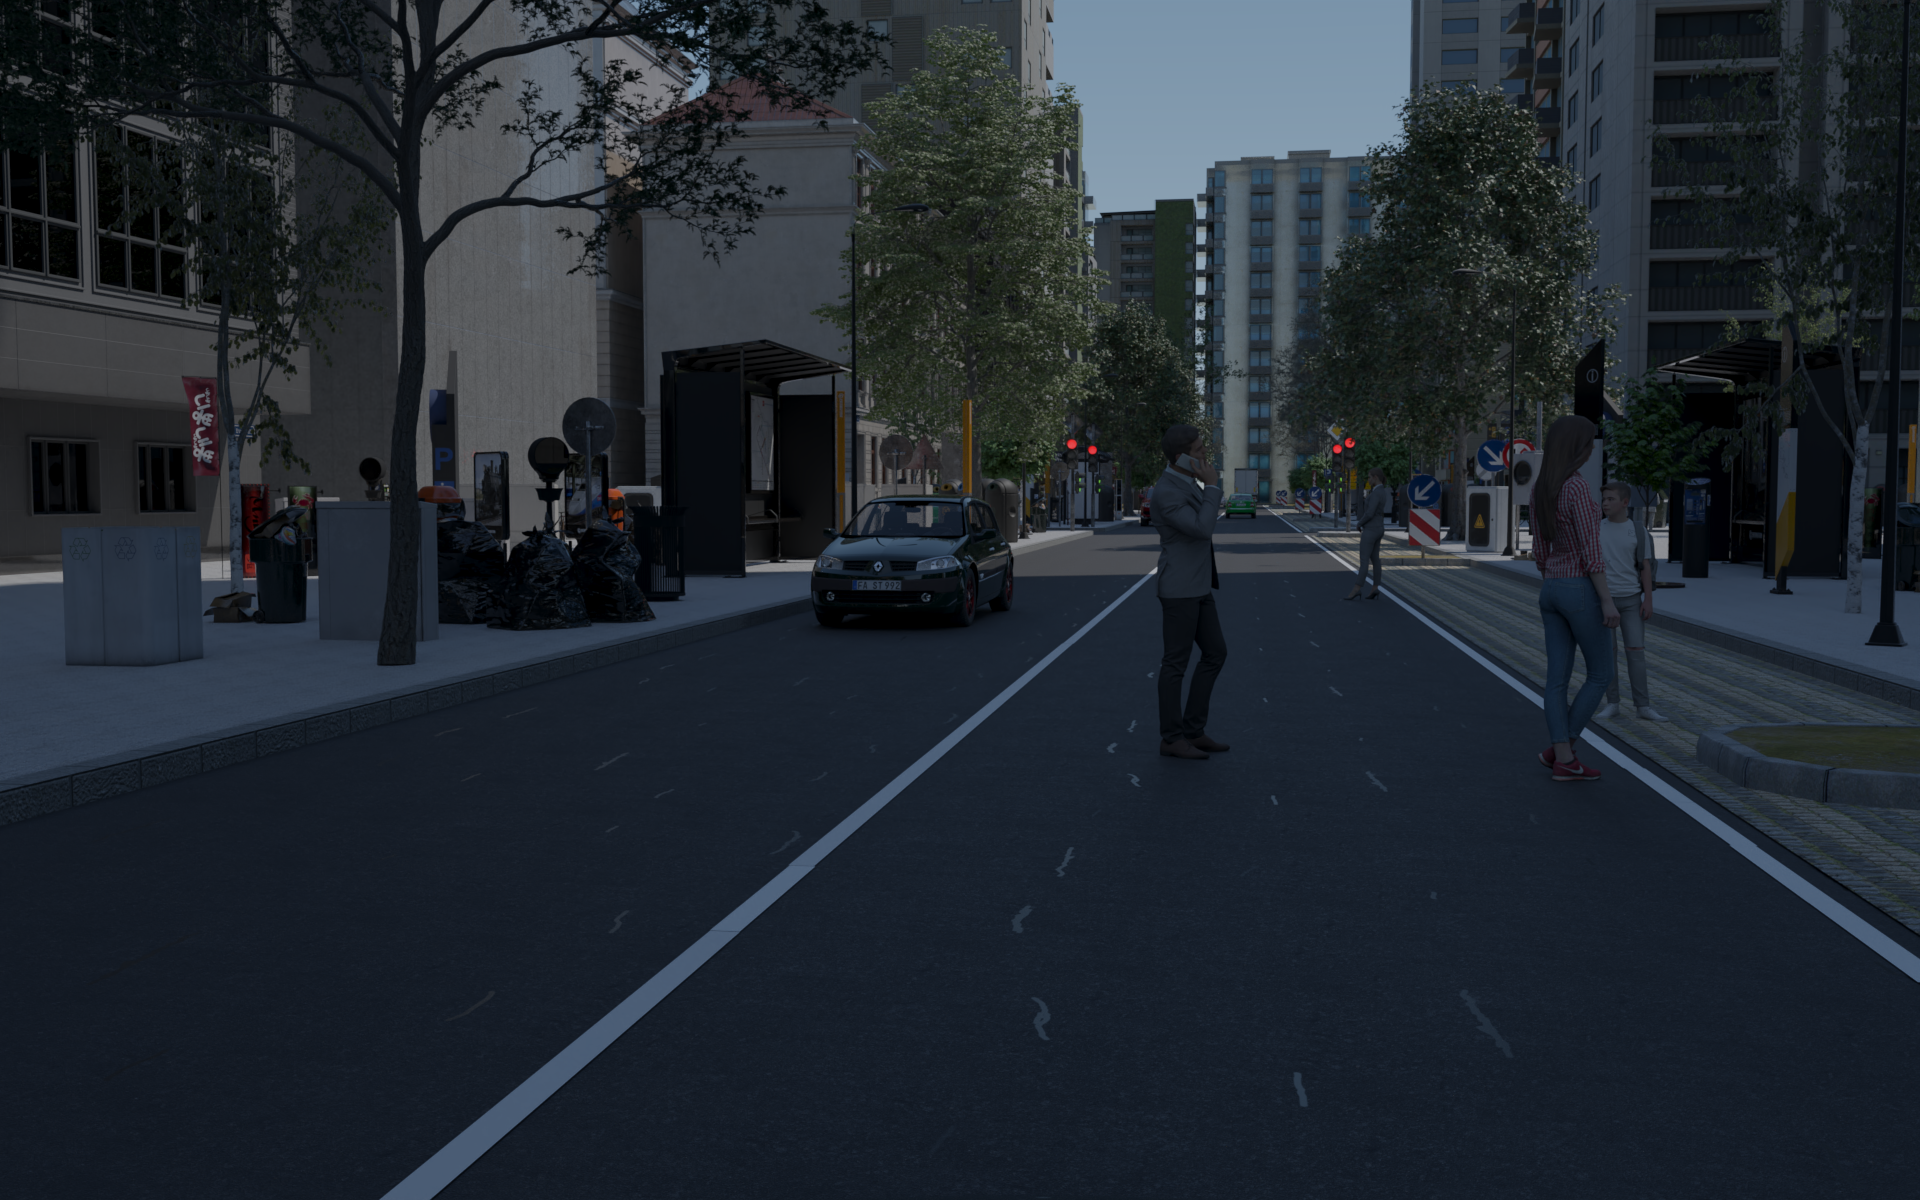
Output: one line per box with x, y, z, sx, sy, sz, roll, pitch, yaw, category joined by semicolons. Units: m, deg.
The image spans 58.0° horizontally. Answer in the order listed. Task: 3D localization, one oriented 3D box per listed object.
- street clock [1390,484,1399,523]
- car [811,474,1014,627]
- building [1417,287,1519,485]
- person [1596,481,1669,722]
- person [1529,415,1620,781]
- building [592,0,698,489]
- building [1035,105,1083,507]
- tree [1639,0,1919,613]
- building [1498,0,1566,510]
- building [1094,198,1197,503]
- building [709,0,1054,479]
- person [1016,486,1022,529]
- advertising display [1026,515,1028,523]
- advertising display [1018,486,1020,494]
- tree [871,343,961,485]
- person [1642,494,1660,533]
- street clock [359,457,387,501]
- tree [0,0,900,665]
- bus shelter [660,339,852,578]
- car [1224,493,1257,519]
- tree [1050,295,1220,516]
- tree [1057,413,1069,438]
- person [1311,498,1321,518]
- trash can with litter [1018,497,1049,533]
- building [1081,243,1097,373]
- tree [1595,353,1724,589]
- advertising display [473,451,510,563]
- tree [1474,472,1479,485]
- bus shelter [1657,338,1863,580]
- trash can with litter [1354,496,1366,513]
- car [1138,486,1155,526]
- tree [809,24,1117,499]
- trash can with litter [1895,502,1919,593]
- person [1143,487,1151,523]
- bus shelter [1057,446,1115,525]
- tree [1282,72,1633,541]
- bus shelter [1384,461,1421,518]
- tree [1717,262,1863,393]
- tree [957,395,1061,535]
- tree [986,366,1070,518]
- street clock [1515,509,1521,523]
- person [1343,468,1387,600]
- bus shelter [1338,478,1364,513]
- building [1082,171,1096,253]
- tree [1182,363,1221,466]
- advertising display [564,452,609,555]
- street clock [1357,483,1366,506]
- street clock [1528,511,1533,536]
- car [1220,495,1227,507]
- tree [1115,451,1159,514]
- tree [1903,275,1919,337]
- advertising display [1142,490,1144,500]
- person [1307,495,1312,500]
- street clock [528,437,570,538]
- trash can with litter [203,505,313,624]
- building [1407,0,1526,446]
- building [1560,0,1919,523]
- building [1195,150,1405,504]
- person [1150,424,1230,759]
18.957;-4.344;75.598;0.358;2.002;0.471;3;4;37;street clock
-0.475;-0.629;20.072;2.009;1.686;4.222;1;4;11;car
56.972;-19.113;157.529;27.650;21.520;28.899;1;4;9;building
4.210;0.007;10.982;0.503;1.515;0.523;0;4;-8;person
3.077;-0.008;8.646;0.388;1.821;0.555;-2;4;-25;person
-25.159;-18.568;89.495;20.117;28.700;13.634;1;4;9;building
4.923;-30.234;177.926;14.154;41.232;14.086;1;4;9;building
9.659;-4.177;18.654;4.360;8.622;3.978;0;3;0;tree
47.361;-27.965;111.848;22.147;44.769;28.867;1;4;9;building
25.883;-34.191;242.610;14.086;41.232;14.154;1;4;9;building
-6.008;-34.808;158.346;28.713;52.752;27.495;1;4;9;building
2.103;-3.410;64.795;0.519;1.759;0.362;3;5;42;person
2.886;-4.237;74.481;0.123;1.923;0.974;1;4;18;advertising display
4.192;-7.419;126.512;0.974;1.923;0.123;1;4;17;advertising display
-1.953;-7.726;76.684;4.737;8.622;4.395;0;3;0;tree
23.636;-3.101;59.395;0.606;1.804;0.583;1;4;11;person
-11.591;-1.814;34.229;0.471;2.002;0.358;0;4;7;street clock
-3.910;-4.795;12.810;7.601;10.594;8.767;-1;4;-17;tree
-3.303;-2.337;29.495;1.731;3.624;6.357;1;4;9;bus shelter
16.687;-5.757;102.926;1.959;1.807;4.718;1;4;9;car
9.657;-11.207;100.244;9.611;12.733;9.660;0;3;0;tree
9.480;-11.080;131.514;4.360;8.622;3.978;0;3;0;tree
19.367;-5.266;94.376;0.755;1.850;0.659;3;4;36;person
2.382;-2.801;57.186;1.055;1.170;0.624;1;4;21;trash can with litter
8.649;-26.291;201.561;14.107;30.474;14.160;1;4;9;building
9.634;-1.791;23.890;1.663;3.219;1.824;0;3;0;tree
-7.123;-1.293;26.355;0.123;1.923;0.974;-3;5;-40;advertising display
35.313;-7.505;117.311;1.663;3.219;1.824;0;3;0;tree
13.129;-2.305;28.964;1.731;3.624;6.357;1;4;9;bus shelter
27.770;-6.653;120.157;0.624;1.170;1.055;-3;5;-43;trash can with litter
9.225;-4.260;78.316;2.281;1.827;5.304;0;4;8;car
0.102;-7.638;43.012;7.486;12.596;7.792;0;3;0;tree
12.667;-0.695;22.751;0.624;1.170;1.055;0;4;-8;trash can with litter
9.326;-4.730;86.005;0.590;1.801;0.661;0;4;-2;person
5.502;-4.965;75.098;2.014;3.302;5.546;1;4;9;bus shelter
13.703;-7.982;47.507;9.611;12.733;9.660;0;3;0;tree
23.127;-5.999;92.000;2.014;3.302;5.546;1;4;9;bus shelter
25.542;-6.286;53.142;4.737;8.622;4.395;0;3;0;tree
1.517;-4.337;54.626;4.285;4.588;4.351;0;3;0;tree
3.514;-8.687;92.389;4.737;8.622;4.395;0;3;0;tree
25.136;-4.493;78.024;0.358;2.002;0.471;-3;4;-38;street clock
5.506;-0.903;23.536;0.573;1.790;0.520;1;4;10;person
25.618;-7.339;113.921;2.014;3.302;5.546;1;4;9;bus shelter
4.406;-38.592;250.589;30.456;49.044;23.786;1;4;9;building
15.872;-13.978;138.908;12.009;13.543;11.850;0;3;0;tree
-5.841;-1.338;27.090;0.974;1.923;0.123;3;5;41;advertising display
21.160;-5.305;91.312;0.358;2.002;0.471;-1;4;-22;street clock
17.681;-2.993;53.502;0.471;2.002;0.358;1;4;20;street clock
29.224;-11.247;196.250;2.083;1.381;4.827;0;4;8;car
11.669;-7.871;112.412;4.285;4.588;4.351;0;3;0;tree
19.232;-4.913;30.689;4.737;8.622;4.395;0;3;0;tree
13.875;-7.703;131.164;0.123;1.923;0.974;1;4;8;advertising display
44.530;-12.943;220.651;0.750;1.759;0.617;1;4;12;person
-5.223;-1.068;22.035;0.471;2.002;0.358;-2;4;-35;street clock
-7.014;-0.359;17.259;1.055;1.170;0.624;0;4;5;trash can with litter
58.644;-39.328;185.013;21.231;58.520;28.212;1;4;9;building
41.005;-39.318;81.095;20.611;71.187;20.563;1;4;9;building
48.704;-38.181;243.869;30.456;49.044;23.786;1;4;9;building
1.265;-0.047;9.448;0.473;1.802;0.592;2;4;31;person
